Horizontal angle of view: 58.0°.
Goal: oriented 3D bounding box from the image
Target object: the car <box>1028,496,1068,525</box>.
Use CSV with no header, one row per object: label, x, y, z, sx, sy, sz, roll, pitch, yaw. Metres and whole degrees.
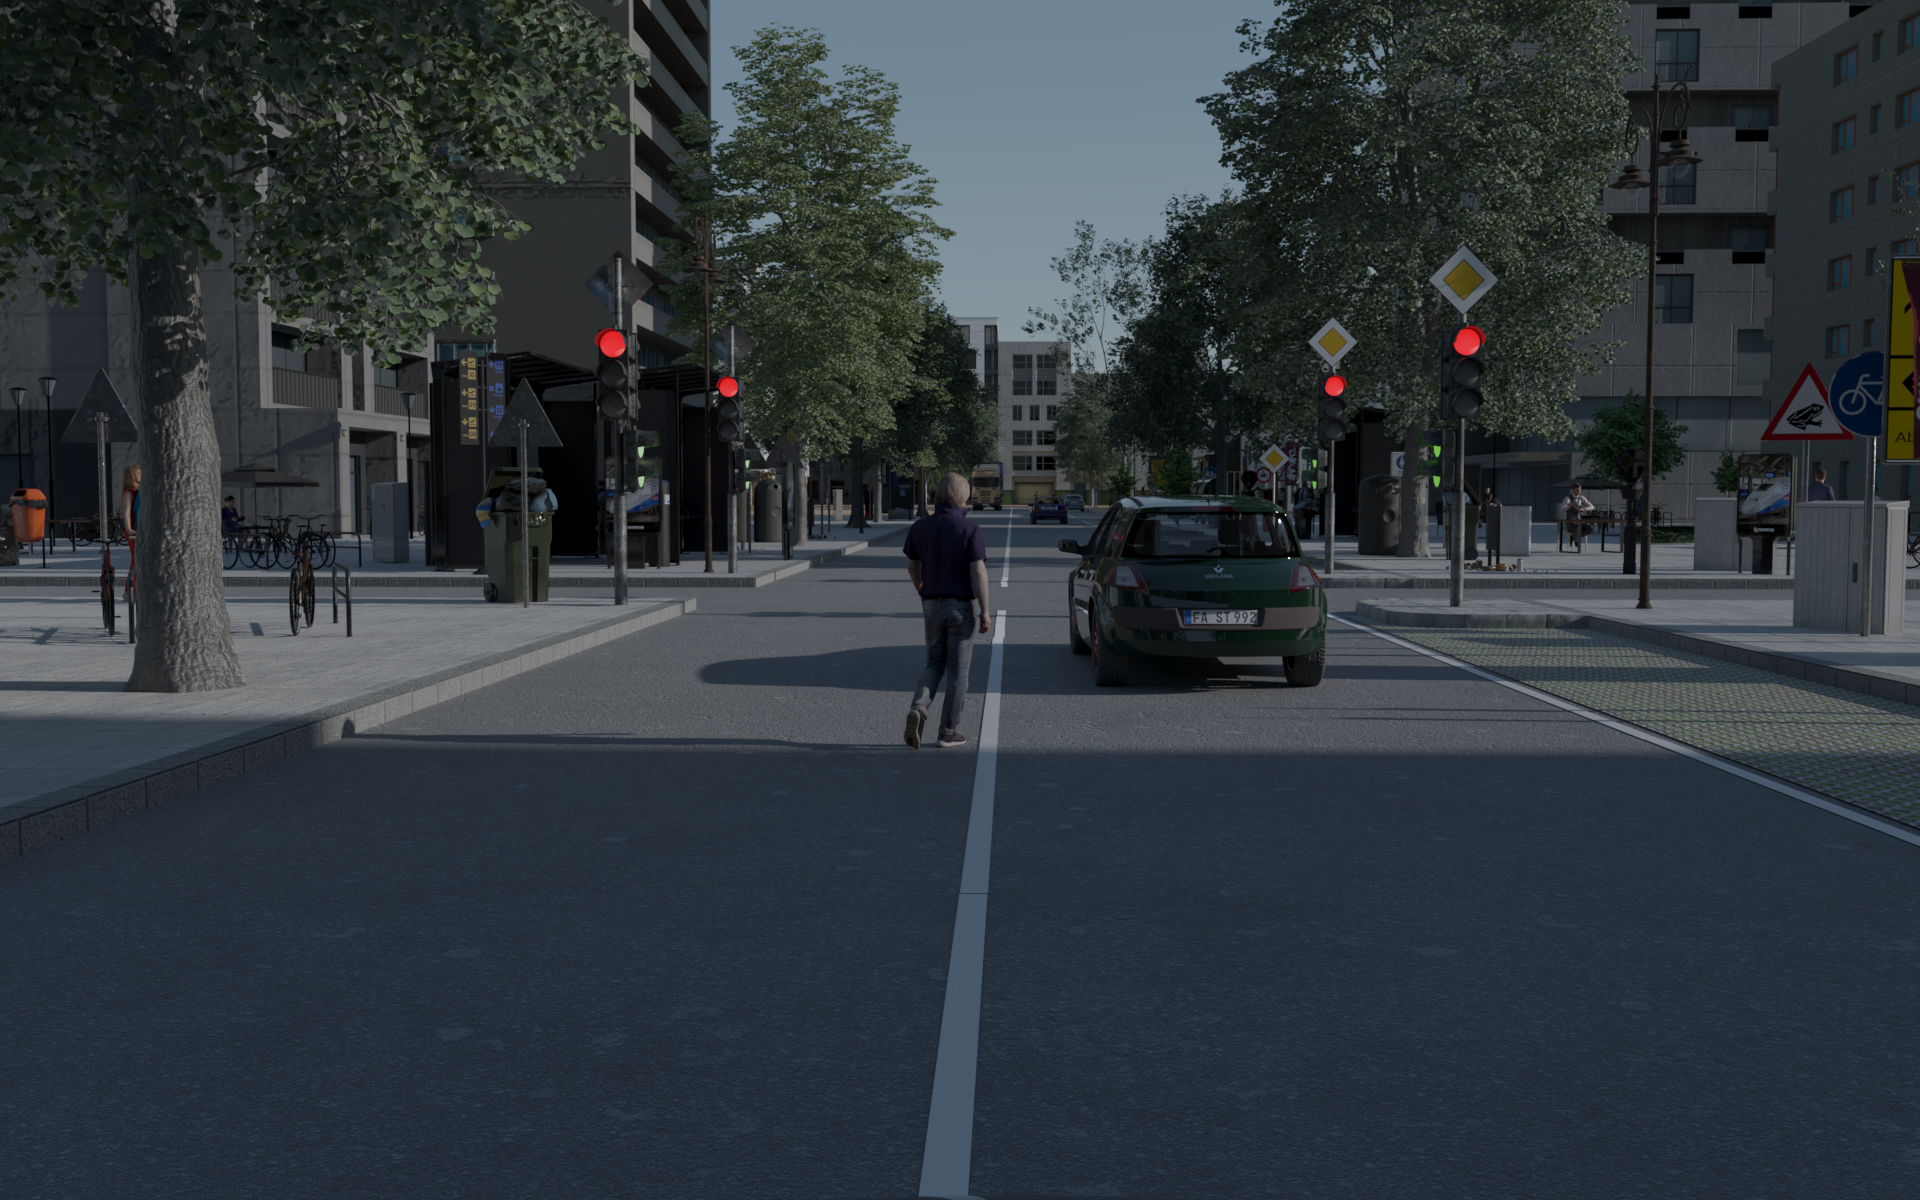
car,4.229,-4.293,82.767,1.945,1.354,3.894,0,4,1

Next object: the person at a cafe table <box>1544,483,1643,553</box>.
person at a cafe table,13.725,-1.811,38.118,1.698,1.524,1.622,-1,4,-12

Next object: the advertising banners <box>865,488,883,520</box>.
advertising banners,-4.552,-5.491,85.971,2.074,3.025,0.090,3,4,36

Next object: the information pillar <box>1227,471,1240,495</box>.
information pillar,8.794,-3.135,55.745,0.304,2.012,0.304,3,5,45

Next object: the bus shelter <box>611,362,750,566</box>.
bus shelter,-5.446,-2.615,34.031,1.731,3.624,6.357,0,4,2

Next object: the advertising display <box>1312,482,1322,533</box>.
advertising display,12.073,-3.172,57.074,0.974,1.923,0.123,0,4,-3

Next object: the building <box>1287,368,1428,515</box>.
building,29.183,-10.818,119.028,9.099,9.664,28.070,0,4,2

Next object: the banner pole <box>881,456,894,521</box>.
banner pole,-3.534,-5.705,83.297,0.863,3.779,0.401,3,5,40

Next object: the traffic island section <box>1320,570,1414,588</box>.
traffic island section,5.936,-0.335,27.753,2.009,0.180,2.903,0,4,2

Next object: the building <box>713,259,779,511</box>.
building,-22.796,-17.199,137.622,16.016,20.091,11.380,0,4,2

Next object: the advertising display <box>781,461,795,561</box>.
advertising display,-3.345,-1.746,33.759,0.123,1.923,0.974,0,4,3

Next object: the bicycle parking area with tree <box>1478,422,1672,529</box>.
bicycle parking area with tree,23.411,-4.907,67.226,8.231,4.147,9.016,2,4,26

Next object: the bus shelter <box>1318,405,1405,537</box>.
bus shelter,11.155,-3.513,48.718,1.731,3.624,6.357,0,4,2

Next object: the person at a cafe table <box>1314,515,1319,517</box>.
person at a cafe table,19.704,-5.359,96.132,1.698,1.524,1.622,-2,4,-25

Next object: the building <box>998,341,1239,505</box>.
building,20.400,-20.929,208.639,31.486,18.905,16.747,0,4,2

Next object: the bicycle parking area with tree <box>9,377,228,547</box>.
bicycle parking area with tree,-23.708,-3.529,44.702,9.016,4.147,8.231,-1,4,-22

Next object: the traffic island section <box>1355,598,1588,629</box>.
traffic island section,5.691,0.153,19.772,2.009,0.180,2.903,0,4,2

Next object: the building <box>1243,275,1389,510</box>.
building,34.691,-17.253,148.543,16.747,18.905,31.486,0,4,2

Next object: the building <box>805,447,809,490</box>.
building,-19.967,-18.461,158.252,11.380,20.091,16.016,0,4,2

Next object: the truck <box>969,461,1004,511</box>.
truck,2.434,-9.927,151.224,2.839,4.237,11.283,0,4,3

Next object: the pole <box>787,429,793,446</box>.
pole,-5.266,-3.677,53.959,0.158,3.312,0.155,0,3,0

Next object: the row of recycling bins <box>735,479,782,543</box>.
row of recycling bins,-6.419,-2.368,45.823,3.534,1.692,1.069,-1,4,-12

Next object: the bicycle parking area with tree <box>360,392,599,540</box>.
bicycle parking area with tree,-13.113,-3.852,49.988,8.231,4.147,9.016,0,4,-4

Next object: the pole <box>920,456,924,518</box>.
pole,-2.034,-5.986,91.715,0.158,3.312,0.155,0,3,0

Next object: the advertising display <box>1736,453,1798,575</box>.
advertising display,12.854,-1.371,27.630,0.123,1.923,0.974,-2,4,-30

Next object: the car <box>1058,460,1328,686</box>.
car,1.845,-0.276,14.295,2.009,1.686,4.222,0,3,0

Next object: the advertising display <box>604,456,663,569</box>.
advertising display,-5.587,-1.494,29.634,0.974,1.923,0.123,0,3,0

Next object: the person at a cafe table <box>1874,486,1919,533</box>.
person at a cafe table,28.823,-2.796,54.232,1.622,1.524,1.698,-2,4,-29

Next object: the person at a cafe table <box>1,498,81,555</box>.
person at a cafe table,-19.686,-1.575,36.606,1.698,1.238,1.726,1,4,9

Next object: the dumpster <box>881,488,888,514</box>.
dumpster,-3.901,-5.322,92.774,1.264,1.857,1.865,0,4,2

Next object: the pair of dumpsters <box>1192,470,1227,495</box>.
pair of dumpsters,10.831,-4.352,73.649,1.574,2.255,4.437,0,4,2

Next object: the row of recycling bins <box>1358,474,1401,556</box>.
row of recycling bins,9.202,-1.868,37.655,1.069,1.692,3.534,1,4,18

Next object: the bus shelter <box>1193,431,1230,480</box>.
bus shelter,14.058,-7.197,95.302,2.179,5.291,8.768,0,4,2

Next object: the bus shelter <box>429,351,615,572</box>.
bus shelter,-7.828,-2.467,31.611,1.731,3.624,6.357,0,4,2

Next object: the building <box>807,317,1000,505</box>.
building,-11.495,-22.670,214.622,32.646,21.610,27.936,0,4,2

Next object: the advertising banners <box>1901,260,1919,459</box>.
advertising banners,8.074,-1.024,12.923,2.074,3.025,0.090,0,4,8

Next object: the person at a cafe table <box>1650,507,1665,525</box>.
person at a cafe table,28.631,-3.929,72.755,1.698,1.524,1.622,2,4,27

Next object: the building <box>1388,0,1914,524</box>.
building,38.090,-30.464,87.325,28.713,52.752,27.495,0,4,2

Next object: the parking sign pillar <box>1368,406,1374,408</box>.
parking sign pillar,12.933,-3.983,53.594,1.447,3.967,1.447,2,4,23

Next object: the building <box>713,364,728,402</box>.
building,-19.810,-10.765,118.152,9.099,9.664,28.070,0,4,2

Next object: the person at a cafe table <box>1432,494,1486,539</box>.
person at a cafe table,14.488,-2.552,50.233,1.622,1.524,1.698,-2,4,-35

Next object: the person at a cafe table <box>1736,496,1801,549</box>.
person at a cafe table,19.598,-1.850,41.105,1.726,1.238,1.698,-1,4,-15

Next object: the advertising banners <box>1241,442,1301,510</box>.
advertising banners,10.405,-3.795,58.244,2.074,3.025,0.090,1,4,19

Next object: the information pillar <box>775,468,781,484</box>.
information pillar,-7.618,-5.024,73.491,0.504,3.616,0.183,-1,4,-10

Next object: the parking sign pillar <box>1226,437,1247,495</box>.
parking sign pillar,12.237,-5.445,77.492,1.447,3.967,1.447,-3,4,-36

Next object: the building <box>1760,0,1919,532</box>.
building,46.552,-12.884,55.699,28.899,21.520,27.650,0,4,2

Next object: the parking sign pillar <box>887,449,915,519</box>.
parking sign pillar,-3.047,-6.171,89.364,1.447,3.967,1.447,-2,4,-27
